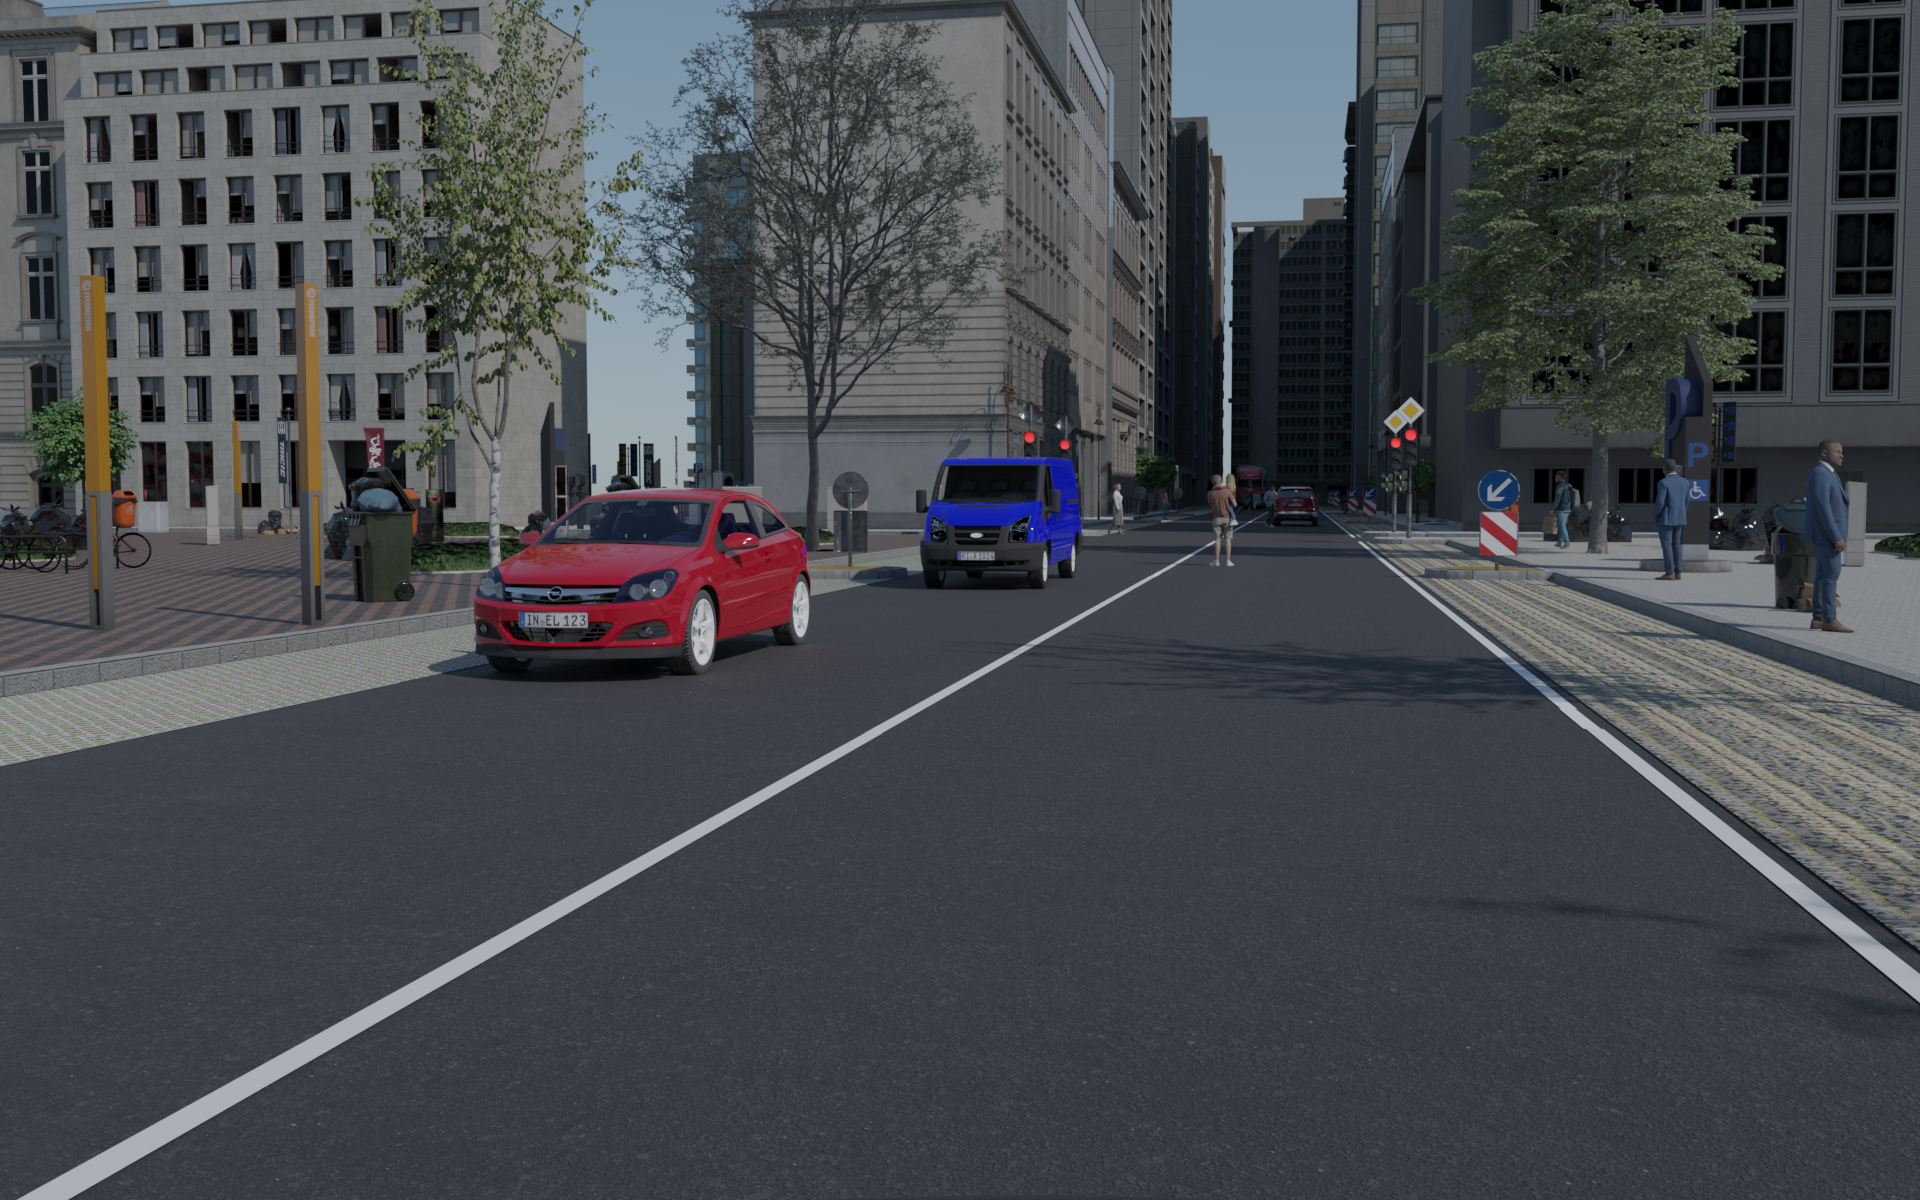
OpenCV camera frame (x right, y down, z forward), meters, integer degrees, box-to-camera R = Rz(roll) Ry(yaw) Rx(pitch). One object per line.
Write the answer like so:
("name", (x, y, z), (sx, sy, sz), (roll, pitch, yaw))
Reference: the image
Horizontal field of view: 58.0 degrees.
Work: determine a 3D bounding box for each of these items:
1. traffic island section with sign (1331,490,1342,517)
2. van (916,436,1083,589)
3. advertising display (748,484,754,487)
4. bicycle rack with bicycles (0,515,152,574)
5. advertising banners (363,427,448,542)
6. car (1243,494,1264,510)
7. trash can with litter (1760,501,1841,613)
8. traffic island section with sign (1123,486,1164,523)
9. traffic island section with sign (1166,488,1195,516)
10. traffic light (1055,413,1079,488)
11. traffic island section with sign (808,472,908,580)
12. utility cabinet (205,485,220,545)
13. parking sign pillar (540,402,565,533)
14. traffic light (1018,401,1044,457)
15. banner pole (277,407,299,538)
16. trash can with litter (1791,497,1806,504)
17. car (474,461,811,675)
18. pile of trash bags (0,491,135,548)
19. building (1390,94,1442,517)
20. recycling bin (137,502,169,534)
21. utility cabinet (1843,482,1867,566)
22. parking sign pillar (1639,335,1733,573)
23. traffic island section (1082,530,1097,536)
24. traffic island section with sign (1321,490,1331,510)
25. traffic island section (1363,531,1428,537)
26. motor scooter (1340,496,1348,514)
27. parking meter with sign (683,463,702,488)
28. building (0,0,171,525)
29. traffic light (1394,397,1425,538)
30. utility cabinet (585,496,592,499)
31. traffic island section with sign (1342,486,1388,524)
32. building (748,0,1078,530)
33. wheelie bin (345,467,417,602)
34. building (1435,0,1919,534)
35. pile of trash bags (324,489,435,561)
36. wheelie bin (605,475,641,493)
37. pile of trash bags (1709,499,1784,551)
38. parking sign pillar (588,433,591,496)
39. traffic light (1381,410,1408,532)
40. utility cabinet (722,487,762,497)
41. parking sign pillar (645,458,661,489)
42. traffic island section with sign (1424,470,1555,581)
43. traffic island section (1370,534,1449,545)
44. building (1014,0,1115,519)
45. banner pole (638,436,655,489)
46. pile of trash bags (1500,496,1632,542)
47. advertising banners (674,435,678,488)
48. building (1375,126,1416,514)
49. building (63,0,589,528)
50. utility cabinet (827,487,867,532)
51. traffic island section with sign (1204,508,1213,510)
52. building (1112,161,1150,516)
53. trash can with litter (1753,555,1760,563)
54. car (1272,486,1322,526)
("traffic island section with sign", (24.635, -6.153, 109.229), (1.989, 1.847, 2.006), (1, 4, 11))
("van", (0.730, -1.448, 28.054), (2.240, 2.365, 5.245), (1, 4, 11))
("advertising display", (-13.214, -6.403, 109.906), (0.123, 1.923, 0.974), (-2, 4, -32))
("bicycle rack with bicycles", (-15.459, -0.949, 28.892), (2.925, 0.926, 2.852), (0, 3, 0))
("advertising banners", (-14.668, -3.036, 45.832), (2.074, 3.025, 0.090), (-1, 4, -15))
("car", (27.290, -9.297, 160.796), (1.959, 1.807, 4.718), (1, 4, 11))
("trash can with litter", (9.413, -0.473, 19.121), (0.624, 1.170, 1.055), (0, 4, 1))
("traffic island section with sign", (8.882, -4.680, 85.149), (1.989, 1.847, 2.006), (1, 4, 11))
("traffic island section with sign", (14.174, -6.333, 112.174), (1.989, 1.847, 2.006), (1, 4, 11))
("traffic light", (3.691, -4.355, 60.126), (0.839, 4.253, 0.868), (1, 4, 11))
("traffic island section with sign", (-1.974, -1.296, 29.821), (1.989, 1.847, 2.006), (1, 4, 11))
("utility cabinet", (-18.955, -2.153, 43.882), (0.318, 1.500, 1.173), (-2, 4, -24))
("parking sign pillar", (-12.106, -3.852, 51.453), (1.447, 3.967, 1.447), (-2, 4, -26))
("traffic light", (2.153, -3.876, 52.290), (0.839, 4.253, 0.868), (1, 4, 11))
("banner pole", (-19.448, -3.666, 49.948), (0.401, 3.779, 0.863), (1, 4, 8))
("trash can with litter", (22.502, -2.112, 45.593), (1.678, 1.210, 2.233), (-3, 5, -44))
("car", (-2.646, -0.376, 15.190), (2.155, 1.783, 4.494), (1, 4, 11))
("pile of trash bags", (-21.046, -1.926, 41.244), (1.912, 1.369, 3.447), (1, 4, 21))
("building", (31.772, -16.880, 95.060), (14.314, 24.678, 30.058), (1, 4, 11))
("recycling bin", (-26.389, -2.696, 56.629), (0.722, 1.027, 0.722), (0, 4, 1))
("utility cabinet", (16.025, -1.365, 30.991), (0.318, 1.500, 1.173), (2, 4, 25))
("parking sign pillar", (12.106, -2.466, 28.799), (1.447, 3.967, 1.447), (1, 4, 9))
("traffic island section", (3.653, -2.323, 60.268), (2.009, 0.180, 2.903), (1, 4, 11))
("traffic island section with sign", (34.264, -9.159, 158.371), (1.989, 1.847, 2.006), (1, 4, 11))
("traffic island section", (14.586, -2.192, 58.127), (2.009, 0.180, 2.903), (1, 4, 11))
("motor scooter", (27.512, -6.778, 123.605), (0.815, 1.314, 1.986), (1, 4, 10))
("parking meter with sign", (-15.307, -6.231, 98.131), (0.543, 3.016, 1.738), (-3, 5, -43))
("building", (-50.284, -15.768, 76.898), (34.723, 24.649, 14.460), (1, 4, 11))
("traffic light", (13.012, -3.747, 50.184), (0.839, 4.253, 0.868), (1, 4, 11))
("utility cabinet", (-15.604, -3.832, 73.816), (0.306, 1.237, 1.020), (1, 4, 16))
("traffic island section with sign", (19.434, -4.535, 82.779), (1.989, 1.847, 2.006), (1, 4, 11))
("building", (-1.264, -13.537, 70.479), (9.793, 20.994, 18.267), (1, 4, 11))
("wheelie bin", (-6.935, -0.784, 20.732), (0.693, 1.594, 0.980), (-3, 5, -39))
("building", (29.766, -16.358, 60.967), (24.014, 27.812, 14.314), (1, 4, 11))
("pile of trash bags", (-11.187, -1.470, 33.782), (1.912, 1.369, 3.447), (-2, 4, -34))
("wheelie bin", (-5.569, -1.288, 28.970), (0.693, 1.594, 0.980), (-2, 4, -27))
("pile of trash bags", (17.967, -1.892, 40.695), (1.912, 1.369, 3.447), (-1, 4, -14))
("parking sign pillar", (-16.813, -5.338, 75.742), (1.447, 3.967, 1.447), (-1, 4, -18))
("traffic light", (14.549, -4.226, 58.020), (0.839, 4.253, 0.868), (1, 4, 11))
("utility cabinet", (-6.568, -2.667, 52.287), (1.173, 1.500, 0.318), (0, 4, -6))
("parking sign pillar", (-22.832, -8.579, 128.746), (1.447, 3.967, 1.447), (2, 4, 34))
("traffic island section with sign", (9.005, -1.283, 29.601), (1.989, 1.847, 2.006), (1, 4, 11))
("traffic island section", (13.049, -1.713, 50.290), (2.009, 0.180, 2.903), (1, 4, 11))
("building", (0.837, -16.598, 89.407), (12.078, 24.808, 19.932), (1, 4, 11))
("banner pole", (-13.609, -5.190, 74.873), (0.863, 3.779, 0.401), (-2, 4, -24))
("pile of trash bags", (16.333, -2.275, 46.945), (3.447, 1.369, 1.912), (1, 4, 10))
("advertising banners", (-8.539, -3.460, 52.752), (0.090, 3.025, 2.074), (0, 4, -2))
("building", (35.652, -18.495, 120.413), (12.078, 24.808, 19.932), (1, 4, 11))
("building", (-25.183, -13.187, 70.363), (16.860, 20.320, 10.420), (1, 4, 11))
("utility cabinet", (-3.435, -2.694, 52.725), (1.173, 1.500, 0.318), (1, 4, 11))
("traffic island section with sign", (23.631, -9.282, 160.386), (1.989, 1.847, 2.006), (1, 4, 11))
("building", (5.564, -17.148, 109.246), (11.050, 23.489, 19.941), (1, 4, 11))
("trash can with litter", (15.249, -1.253, 31.872), (1.055, 1.170, 0.624), (0, 4, 1))
("car", (15.292, -4.291, 78.825), (2.281, 1.827, 5.304), (1, 4, 12))
